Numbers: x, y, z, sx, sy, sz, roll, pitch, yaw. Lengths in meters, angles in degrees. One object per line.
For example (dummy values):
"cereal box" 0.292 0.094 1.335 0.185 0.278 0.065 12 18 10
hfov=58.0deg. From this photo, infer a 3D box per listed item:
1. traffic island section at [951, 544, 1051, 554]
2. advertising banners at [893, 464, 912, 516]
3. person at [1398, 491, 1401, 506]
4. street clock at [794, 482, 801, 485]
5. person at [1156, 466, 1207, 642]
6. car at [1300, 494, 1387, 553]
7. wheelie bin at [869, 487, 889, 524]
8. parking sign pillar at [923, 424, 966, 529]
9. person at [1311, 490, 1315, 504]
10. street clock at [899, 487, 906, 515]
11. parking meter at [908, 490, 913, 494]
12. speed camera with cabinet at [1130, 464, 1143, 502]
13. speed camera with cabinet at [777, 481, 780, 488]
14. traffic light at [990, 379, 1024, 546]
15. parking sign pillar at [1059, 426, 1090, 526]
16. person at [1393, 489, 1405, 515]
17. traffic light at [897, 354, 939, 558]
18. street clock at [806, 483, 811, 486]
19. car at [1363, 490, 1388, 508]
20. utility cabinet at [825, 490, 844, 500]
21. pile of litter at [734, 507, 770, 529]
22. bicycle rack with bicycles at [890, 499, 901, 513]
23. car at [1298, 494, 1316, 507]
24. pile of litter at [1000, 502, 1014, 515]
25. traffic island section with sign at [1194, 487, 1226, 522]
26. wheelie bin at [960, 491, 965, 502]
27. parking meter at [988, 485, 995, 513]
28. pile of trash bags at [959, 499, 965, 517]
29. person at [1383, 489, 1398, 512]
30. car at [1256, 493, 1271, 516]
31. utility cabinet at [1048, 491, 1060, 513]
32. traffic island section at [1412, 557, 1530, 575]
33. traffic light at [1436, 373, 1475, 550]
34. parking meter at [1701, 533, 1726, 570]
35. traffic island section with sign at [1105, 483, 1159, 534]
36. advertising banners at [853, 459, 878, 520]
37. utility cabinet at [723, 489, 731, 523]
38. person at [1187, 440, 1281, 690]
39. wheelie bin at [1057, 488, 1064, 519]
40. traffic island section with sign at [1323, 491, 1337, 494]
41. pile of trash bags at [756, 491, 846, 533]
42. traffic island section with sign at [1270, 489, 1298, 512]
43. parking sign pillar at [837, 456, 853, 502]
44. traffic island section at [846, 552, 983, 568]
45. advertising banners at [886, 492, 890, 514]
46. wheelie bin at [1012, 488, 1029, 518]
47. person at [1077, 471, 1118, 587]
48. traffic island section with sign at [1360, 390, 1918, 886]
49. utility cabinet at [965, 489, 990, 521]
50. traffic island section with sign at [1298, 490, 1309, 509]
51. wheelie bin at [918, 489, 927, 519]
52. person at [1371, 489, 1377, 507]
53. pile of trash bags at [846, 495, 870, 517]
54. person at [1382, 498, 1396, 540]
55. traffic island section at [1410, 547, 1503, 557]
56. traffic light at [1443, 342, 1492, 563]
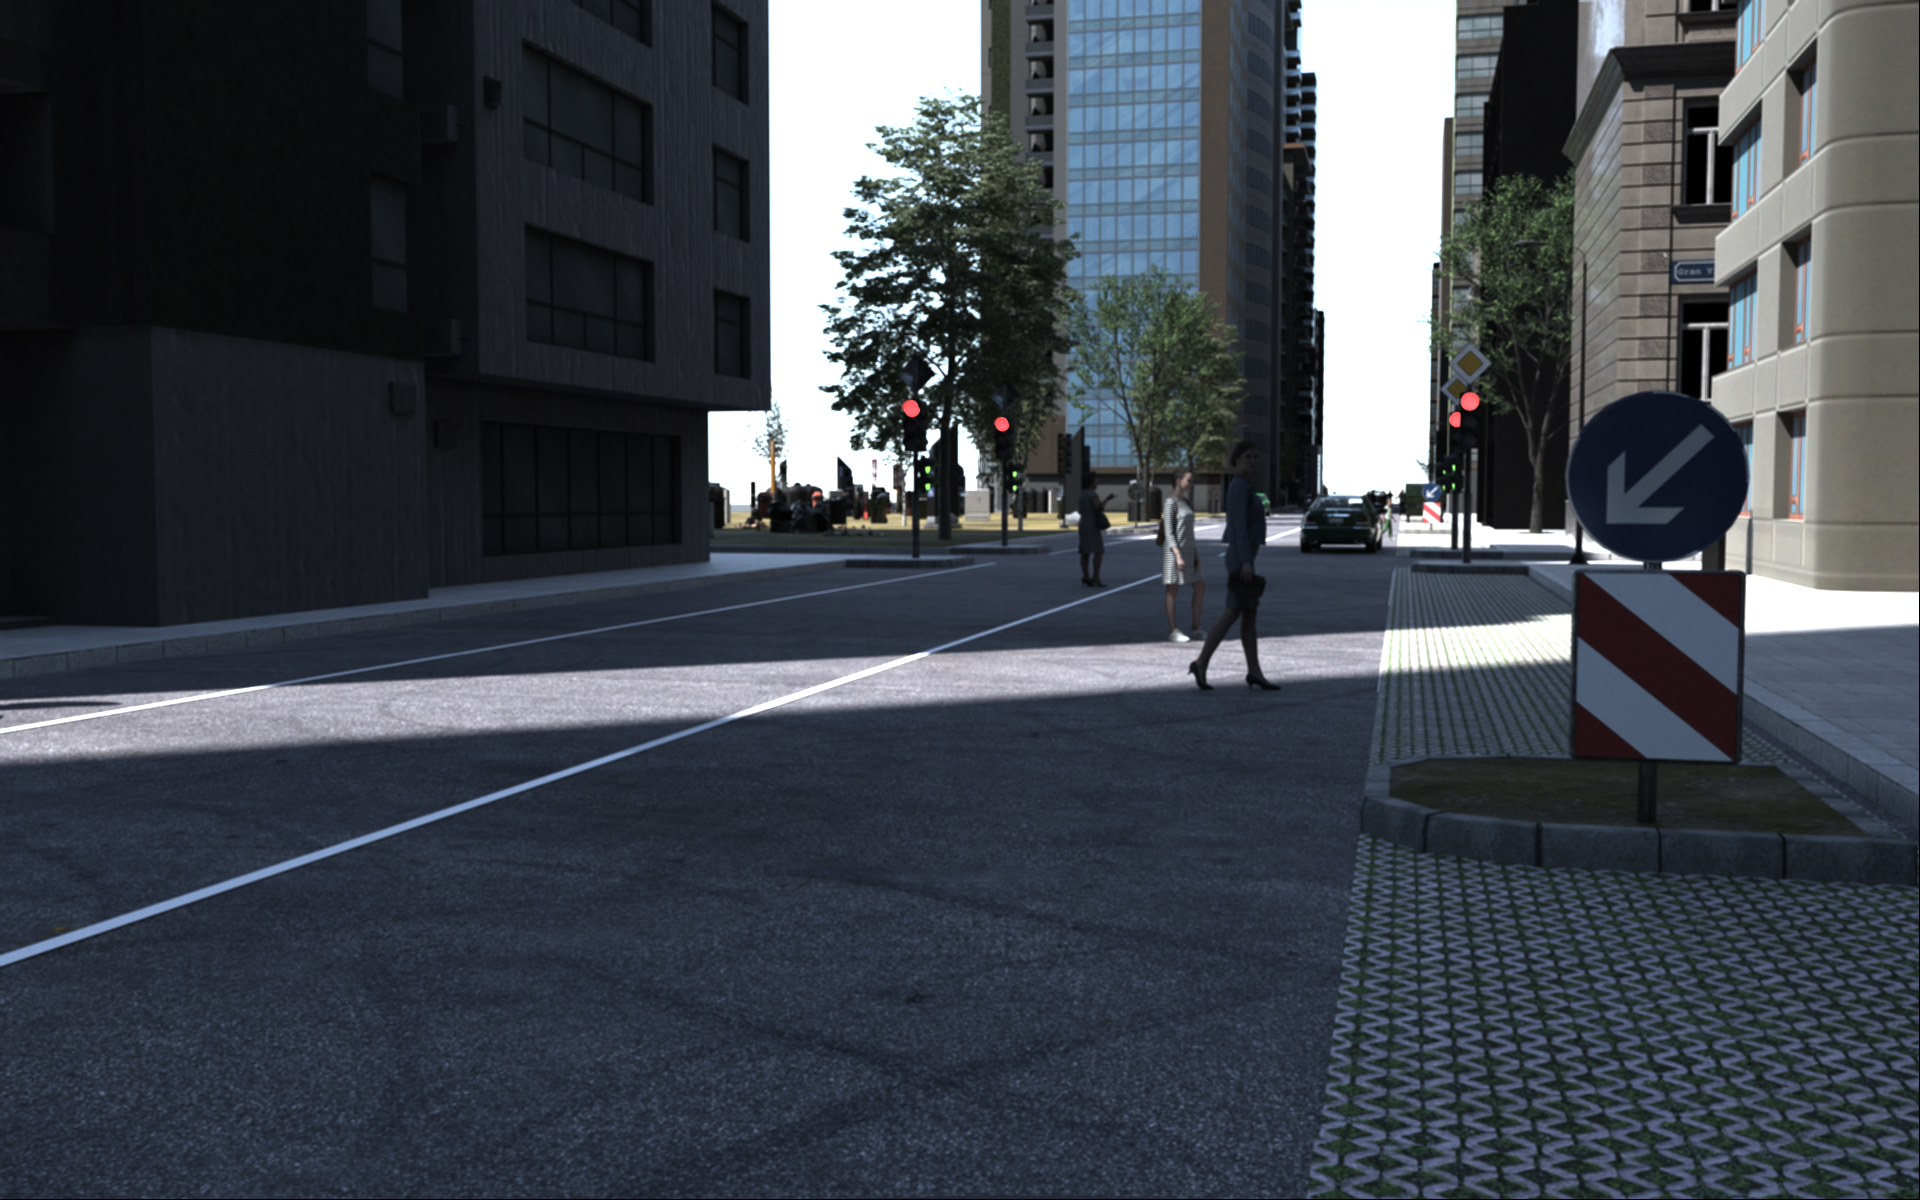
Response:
"traffic island section" 1.077 -1.244 42.619 2.009 0.180 2.903 1 4 14
"advertising banners" -2.994 -6.440 101.489 0.090 3.025 2.074 3 5 43
"person" 53.137 -12.250 208.796 0.705 1.822 1.348 -1 4 -17
"street clock" -9.883 -6.167 105.396 0.471 2.002 0.358 0 4 2
"person" 2.142 -0.448 16.831 0.522 1.701 0.512 2 4 34
"car" 9.673 -1.955 43.769 2.131 1.459 4.920 1 4 16
"wheelie bin" -3.539 -4.134 75.492 0.980 1.594 0.693 1 4 22
"parking sign pillar" -0.639 -4.635 64.254 1.447 3.967 1.447 3 5 42
"person" 31.656 -8.912 154.741 0.617 1.759 0.750 -2 4 -31
"street clock" -3.622 -6.332 108.094 0.471 2.002 0.358 0 4 3
"parking meter" -2.933 -5.794 103.149 0.372 1.533 0.369 0 3 0
"speed camera with cabinet" 12.072 -7.317 113.969 2.038 3.252 0.660 -3 5 -42
"speed camera with cabinet" -11.751 -7.618 118.891 2.038 3.252 0.660 -3 5 -39
"traffic light" 1.114 -3.275 42.475 0.839 4.253 0.868 1 4 14
"parking sign pillar" 4.708 -4.965 69.657 1.447 3.967 1.447 -2 4 -28
"person" 30.431 -6.758 119.126 1.348 1.807 0.705 -1 4 -11
"traffic light" -0.872 -2.802 34.740 0.839 4.253 0.868 1 4 14
"street clock" -10.227 -6.864 116.802 0.358 2.002 0.471 1 4 17
"car" 36.235 -8.687 150.701 2.281 1.827 5.304 1 4 15
"utility cabinet" -6.469 -4.949 89.597 0.318 1.500 1.173 2 4 34
"pile of litter" -7.688 -3.098 64.617 1.176 0.858 1.719 -3 5 -42
"bicycle rack with bicycles" -4.141 -6.280 116.065 2.925 0.926 2.852 -1 4 -17
"car" 34.658 -9.822 172.589 2.014 1.417 4.499 1 4 14
"pile of litter" 3.126 -5.787 108.588 1.176 0.858 1.719 -1 4 -11
"traffic island section with sign" 13.259 -4.979 90.040 1.989 1.847 2.006 1 4 14
"wheelie bin" 0.377 -6.371 112.072 0.693 1.594 0.980 0 4 2
"parking meter" 2.080 -6.724 115.653 0.399 1.863 0.255 -2 4 -24
"pile of trash bags" 0.024 -5.898 106.176 1.912 1.369 3.447 -2 4 -24
"person" 34.427 -7.948 138.590 1.348 1.807 0.705 3 5 42
"car" 18.607 -6.169 109.653 1.959 1.807 4.718 1 4 16
"utility cabinet" 6.376 -6.422 113.679 1.173 1.500 0.318 -2 4 -29
"traffic island section" 9.448 -0.609 32.231 2.009 0.180 2.903 1 4 14
"traffic light" 11.397 -3.116 39.862 0.839 4.253 0.868 1 4 14
"parking meter" 11.841 -1.313 27.180 0.255 1.863 0.399 3 5 42
"traffic island section with sign" 6.468 -3.361 63.587 1.989 1.847 2.006 1 4 14
"advertising banners" -4.693 -5.502 86.144 0.090 3.025 2.074 -3 4 -38
"utility cabinet" -10.705 -4.149 76.515 1.173 1.500 0.318 2 4 28
"person" 2.020 -0.254 12.681 0.654 1.822 0.581 2 4 23
"wheelie bin" 5.394 -4.971 89.179 0.693 1.594 0.980 -1 4 -22
"traffic island section with sign" 46.269 -12.846 218.660 1.989 1.847 2.006 1 4 14
"pile of trash bags" -5.796 -2.995 58.722 1.912 1.369 3.447 -3 5 -44
"traffic island section with sign" 25.877 -7.988 139.229 1.989 1.847 2.006 1 4 14
"parking sign pillar" -8.078 -8.159 121.877 1.447 3.967 1.447 3 4 39
"traffic island section" -0.908 -0.771 34.884 2.009 0.180 2.903 1 4 14
"advertising banners" -4.680 -7.001 110.655 2.074 3.025 0.090 -3 5 -43
"wheelie bin" 3.251 -5.150 92.107 0.693 1.594 0.980 3 5 39
"person" 2.138 -1.096 26.785 0.532 1.782 0.716 -2 4 -24
"traffic island section with sign" 2.763 0.072 7.445 1.989 1.847 2.006 1 4 14
"utility cabinet" 0.824 -4.470 81.769 1.173 1.500 0.318 0 4 7
"traffic island section with sign" 32.666 -9.605 165.662 1.989 1.847 2.006 1 4 14
"wheelie bin" -1.937 -4.988 89.458 0.980 1.594 0.693 0 4 1
"person" 32.049 -7.684 134.138 0.705 1.822 1.348 2 4 30
"pile of trash bags" -6.045 -5.431 98.549 1.912 1.369 3.447 -2 4 -33
"person" 13.262 -2.514 53.845 0.590 1.304 0.306 2 4 27
"traffic island section" 11.433 -1.082 39.967 2.009 0.180 2.903 1 4 14
"traffic light" 9.412 -2.643 32.127 0.839 4.253 0.868 1 4 14
